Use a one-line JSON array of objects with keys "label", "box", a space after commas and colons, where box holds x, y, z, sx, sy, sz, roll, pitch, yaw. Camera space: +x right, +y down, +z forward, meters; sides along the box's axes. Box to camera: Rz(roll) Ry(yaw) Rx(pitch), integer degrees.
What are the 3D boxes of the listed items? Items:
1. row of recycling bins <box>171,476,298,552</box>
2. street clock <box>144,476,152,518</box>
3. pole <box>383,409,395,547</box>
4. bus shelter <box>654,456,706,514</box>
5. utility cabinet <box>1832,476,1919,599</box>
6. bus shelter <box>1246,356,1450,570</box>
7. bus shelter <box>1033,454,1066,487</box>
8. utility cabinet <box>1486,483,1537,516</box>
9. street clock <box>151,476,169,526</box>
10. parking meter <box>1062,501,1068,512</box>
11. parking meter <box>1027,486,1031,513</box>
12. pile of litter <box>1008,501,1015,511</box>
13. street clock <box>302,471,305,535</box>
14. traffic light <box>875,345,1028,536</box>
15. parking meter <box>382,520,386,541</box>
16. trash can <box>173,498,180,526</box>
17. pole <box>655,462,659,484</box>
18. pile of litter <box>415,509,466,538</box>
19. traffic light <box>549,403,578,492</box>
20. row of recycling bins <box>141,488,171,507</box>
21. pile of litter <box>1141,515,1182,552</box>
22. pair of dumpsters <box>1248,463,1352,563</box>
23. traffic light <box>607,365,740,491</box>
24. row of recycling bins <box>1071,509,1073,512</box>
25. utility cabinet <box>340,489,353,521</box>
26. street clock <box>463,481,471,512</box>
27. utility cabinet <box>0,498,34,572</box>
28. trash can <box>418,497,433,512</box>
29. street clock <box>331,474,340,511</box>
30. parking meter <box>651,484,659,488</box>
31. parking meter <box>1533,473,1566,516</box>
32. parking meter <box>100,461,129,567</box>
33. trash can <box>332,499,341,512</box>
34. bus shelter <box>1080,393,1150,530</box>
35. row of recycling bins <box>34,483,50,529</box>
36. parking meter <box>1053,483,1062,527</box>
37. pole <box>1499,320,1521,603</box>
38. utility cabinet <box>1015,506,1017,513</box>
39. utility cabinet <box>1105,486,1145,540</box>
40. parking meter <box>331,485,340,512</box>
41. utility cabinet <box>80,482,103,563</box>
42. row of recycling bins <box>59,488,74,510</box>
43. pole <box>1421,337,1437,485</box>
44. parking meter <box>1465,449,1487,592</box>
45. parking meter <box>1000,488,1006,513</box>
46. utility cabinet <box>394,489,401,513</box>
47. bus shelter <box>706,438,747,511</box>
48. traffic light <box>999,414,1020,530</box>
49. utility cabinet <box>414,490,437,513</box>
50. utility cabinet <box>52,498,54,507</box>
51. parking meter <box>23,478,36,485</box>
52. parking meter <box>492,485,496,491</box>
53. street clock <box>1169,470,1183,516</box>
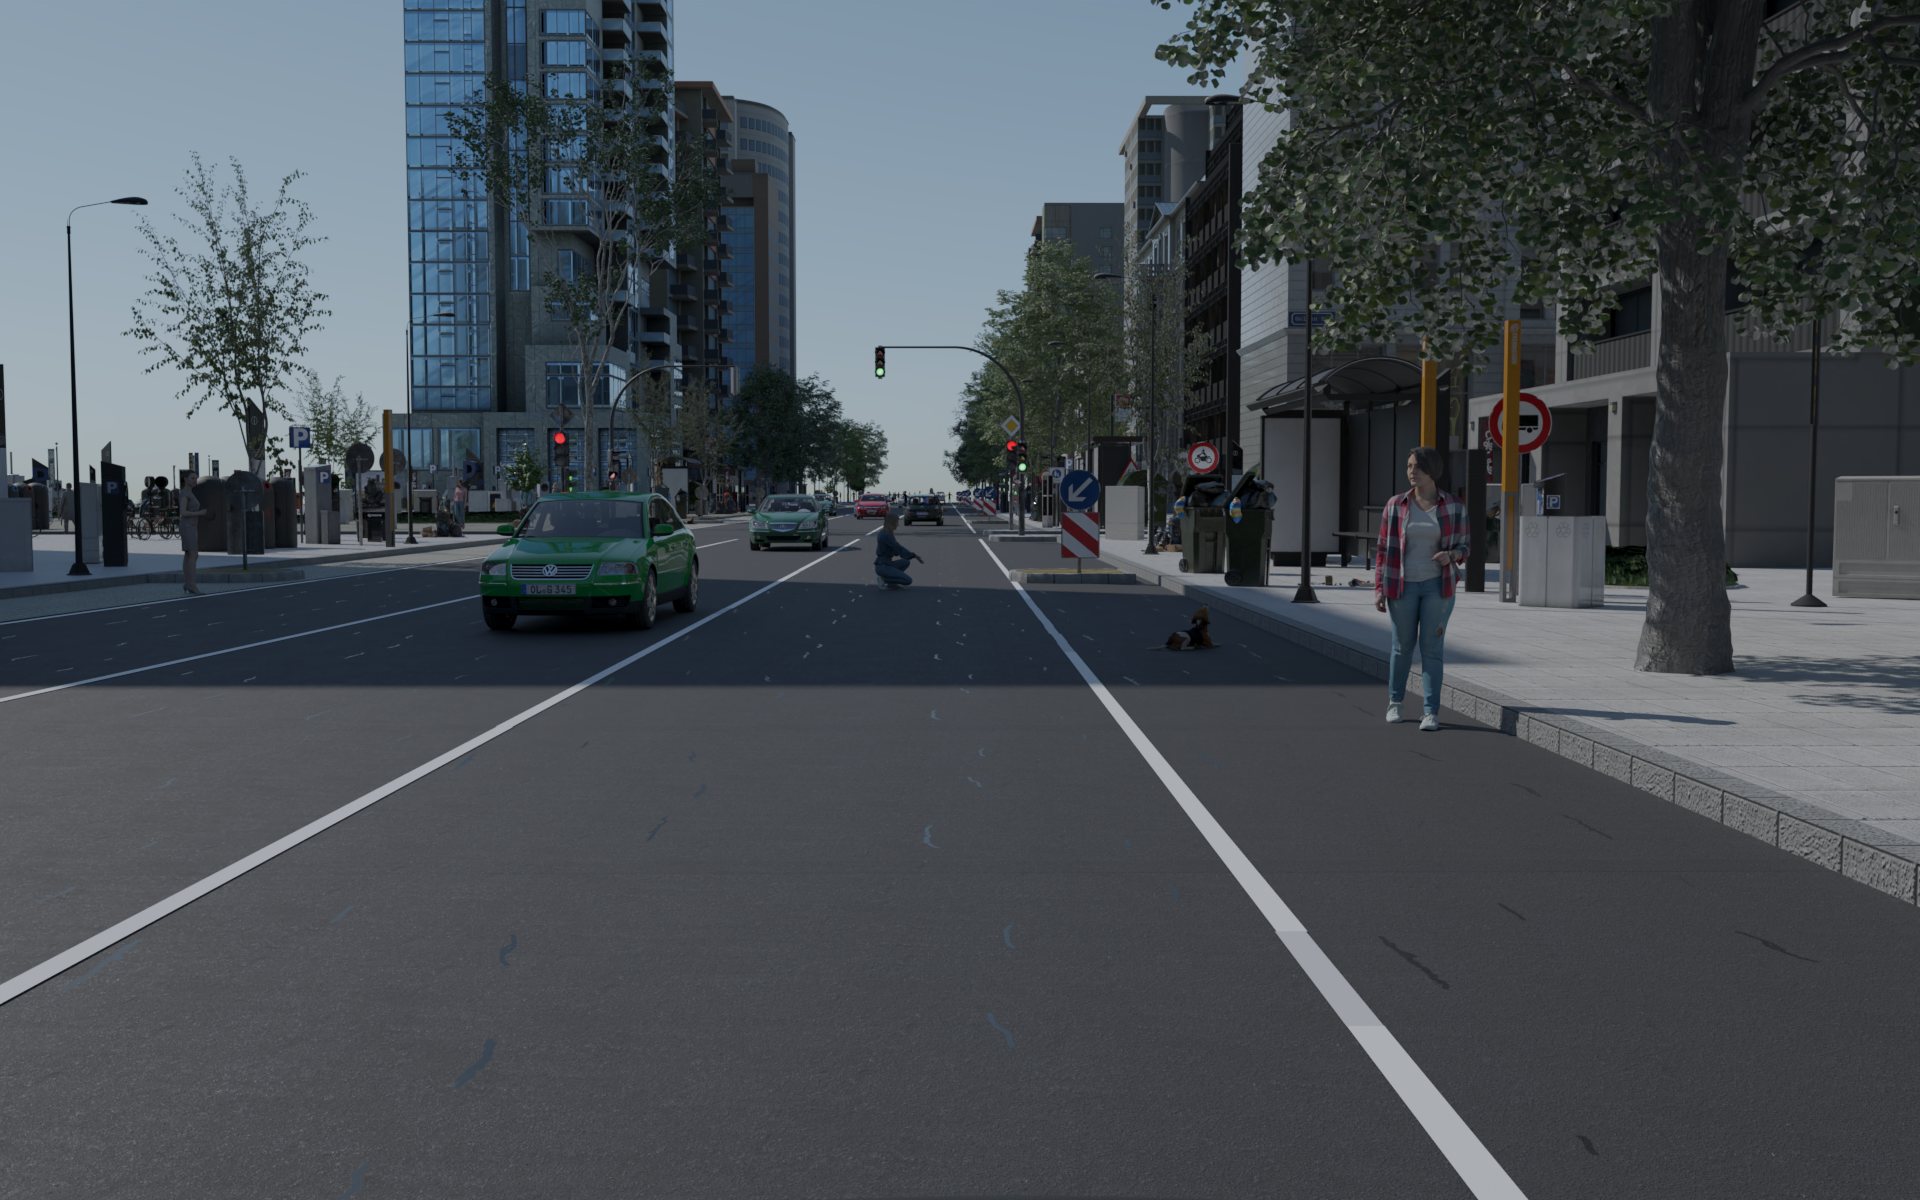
[{"label": "row of recycling bins", "box": [-16.574, -2.014, 40.038, 1.069, 1.692, 3.534, 1, 4, 10]}, {"label": "street clock", "box": [-32.609, -3.987, 69.758, 0.471, 2.002, 0.358, 3, 4, 37]}, {"label": "pole", "box": [-13.763, -2.930, 41.754, 0.158, 3.312, 0.155, 0, 3, 0]}, {"label": "bus shelter", "box": [-15.129, -6.121, 93.997, 2.014, 3.302, 5.546, 0, 4, -1]}, {"label": "utility cabinet", "box": [11.350, -0.763, 21.160, 1.173, 1.500, 0.318, 3, 4, 39]}, {"label": "bus shelter", "box": [6.126, -2.094, 28.166, 2.014, 3.302, 5.546, 0, 4, -1]}, {"label": "bus shelter", "box": [5.322, -6.857, 103.394, 1.731, 3.624, 6.357, 0, 4, -1]}, {"label": "utility cabinet", "box": [11.819, -1.759, 37.432, 1.173, 1.500, 0.318, 0, 4, -6]}, {"label": "street clock", "box": [-31.949, -3.962, 69.347, 0.471, 2.002, 0.358, 0, 4, 1]}, {"label": "parking meter", "box": [4.327, -4.037, 71.721, 0.255, 1.863, 0.399, 2, 4, 28]}, {"label": "parking meter", "box": [4.757, -6.897, 118.478, 0.399, 1.863, 0.255, 0, 4, 3]}, {"label": "pile of litter", "box": [3.567, -7.167, 131.151, 1.176, 0.858, 1.719, 2, 4, 30]}, {"label": "street clock", "box": [-20.314, -3.019, 53.931, 0.358, 2.002, 0.471, 2, 4, 25]}, {"label": "traffic light", "box": [-0.217, -4.800, 53.142, 4.771, 5.953, 1.251, 0, 4, -1]}, {"label": "parking meter", "box": [-15.779, -2.383, 47.371, 0.372, 1.533, 0.369, 0, 3, 0]}, {"label": "trash can", "box": [-30.683, -3.468, 68.348, 0.748, 1.137, 0.748, 0, 3, 0]}, {"label": "pole", "box": [-18.510, -6.852, 105.866, 0.158, 3.312, 0.155, 0, 3, 0]}, {"label": "pile of litter", "box": [-15.565, -2.302, 51.606, 1.719, 0.858, 1.176, -2, 4, -28]}, {"label": "traffic light", "box": [-12.186, -3.929, 53.158, 0.839, 4.253, 0.868, 0, 4, -1]}, {"label": "row of recycling bins", "box": [-54.217, -6.757, 117.595, 3.534, 1.692, 1.069, 2, 4, 26]}, {"label": "pile of litter", "box": [4.923, -1.506, 38.590, 1.719, 0.858, 1.176, 1, 4, 14]}, {"label": "pair of dumpsters", "box": [6.566, -1.918, 33.860, 1.574, 2.255, 4.437, 0, 4, 0]}, {"label": "traffic light", "box": [-10.169, -5.292, 61.197, 4.771, 5.953, 1.251, 0, 4, -1]}, {"label": "row of recycling bins", "box": [6.062, -5.024, 89.254, 1.069, 1.692, 3.534, 0, 4, -6]}, {"label": "utility cabinet", "box": [-28.646, -4.368, 80.101, 1.173, 1.500, 0.318, 1, 4, 22]}, {"label": "street clock", "box": [-26.785, -5.470, 94.008, 0.471, 2.002, 0.358, -2, 4, -29]}, {"label": "utility cabinet", "box": [-15.813, -1.055, 28.408, 1.020, 1.237, 0.306, -3, 5, -42]}, {"label": "trash can", "box": [-26.733, -4.587, 86.659, 0.748, 1.137, 0.748, 0, 3, 0]}, {"label": "street clock", "box": [-22.408, -3.504, 61.861, 0.471, 2.002, 0.358, -3, 5, -44]}, {"label": "parking meter", "box": [-22.682, -7.494, 128.229, 0.399, 1.863, 0.255, 1, 4, 23]}, {"label": "parking meter", "box": [7.077, -0.759, 20.819, 0.372, 1.533, 0.369, 0, 3, 0]}, {"label": "parking meter", "box": [-14.918, -1.522, 30.594, 0.399, 1.863, 0.255, -1, 4, -12]}, {"label": "trash can", "box": [-17.665, -2.242, 48.312, 0.748, 1.137, 0.748, 0, 3, 0]}, {"label": "bus shelter", "box": [5.819, -5.449, 66.729, 2.179, 5.291, 8.768, 0, 4, 0]}, {"label": "row of recycling bins", "box": [-34.006, -3.373, 62.254, 1.069, 1.692, 3.534, 0, 4, 1]}, {"label": "parking meter", "box": [3.714, -3.813, 68.056, 0.399, 1.863, 0.255, 0, 4, 3]}, {"label": "pole", "box": [6.492, -1.626, 20.432, 0.158, 3.312, 0.155, 0, 3, 0]}, {"label": "utility cabinet", "box": [4.002, -6.546, 115.709, 0.318, 1.500, 1.173, 1, 4, 22]}, {"label": "utility cabinet", "box": [4.601, -2.422, 48.277, 0.318, 1.500, 1.173, -3, 5, -45]}, {"label": "parking meter", "box": [-24.127, -3.732, 66.732, 0.255, 1.863, 0.399, 3, 4, 38]}, {"label": "utility cabinet", "box": [-16.160, -1.443, 32.264, 0.318, 1.500, 1.173, -1, 4, -23]}, {"label": "row of recycling bins", "box": [-68.116, -7.578, 131.011, 3.534, 1.692, 1.069, 0, 4, -5]}, {"label": "pole", "box": [6.112, -1.761, 22.629, 0.158, 3.312, 0.155, 0, 3, 0]}, {"label": "parking meter", "box": [6.775, -1.042, 22.747, 0.255, 1.863, 0.399, 1, 4, 17]}, {"label": "parking meter", "box": [2.947, -6.840, 117.551, 0.255, 1.863, 0.399, -3, 4, -36]}, {"label": "utility cabinet", "box": [-26.040, -4.292, 78.849, 0.318, 1.500, 1.173, 3, 5, 39]}, {"label": "bus shelter", "box": [-17.042, -9.068, 125.889, 2.179, 5.291, 8.768, 0, 4, -1]}, {"label": "traffic light", "box": [1.801, -4.426, 61.287, 0.839, 4.253, 0.868, 0, 4, -1]}, {"label": "utility cabinet", "box": [-28.867, -5.187, 93.490, 1.173, 1.500, 0.318, -1, 4, -17]}, {"label": "utility cabinet", "box": [-60.887, -6.366, 115.241, 0.306, 1.237, 1.020, 3, 5, 41]}, {"label": "parking meter", "box": [-34.596, -3.590, 64.409, 0.399, 1.863, 0.255, 1, 4, 13]}, {"label": "parking meter", "box": [-31.394, -6.812, 117.093, 0.399, 1.863, 0.255, 0, 4, 2]}, {"label": "street clock", "box": [6.542, -2.904, 52.046, 0.471, 2.002, 0.358, -1, 4, -21]}]
